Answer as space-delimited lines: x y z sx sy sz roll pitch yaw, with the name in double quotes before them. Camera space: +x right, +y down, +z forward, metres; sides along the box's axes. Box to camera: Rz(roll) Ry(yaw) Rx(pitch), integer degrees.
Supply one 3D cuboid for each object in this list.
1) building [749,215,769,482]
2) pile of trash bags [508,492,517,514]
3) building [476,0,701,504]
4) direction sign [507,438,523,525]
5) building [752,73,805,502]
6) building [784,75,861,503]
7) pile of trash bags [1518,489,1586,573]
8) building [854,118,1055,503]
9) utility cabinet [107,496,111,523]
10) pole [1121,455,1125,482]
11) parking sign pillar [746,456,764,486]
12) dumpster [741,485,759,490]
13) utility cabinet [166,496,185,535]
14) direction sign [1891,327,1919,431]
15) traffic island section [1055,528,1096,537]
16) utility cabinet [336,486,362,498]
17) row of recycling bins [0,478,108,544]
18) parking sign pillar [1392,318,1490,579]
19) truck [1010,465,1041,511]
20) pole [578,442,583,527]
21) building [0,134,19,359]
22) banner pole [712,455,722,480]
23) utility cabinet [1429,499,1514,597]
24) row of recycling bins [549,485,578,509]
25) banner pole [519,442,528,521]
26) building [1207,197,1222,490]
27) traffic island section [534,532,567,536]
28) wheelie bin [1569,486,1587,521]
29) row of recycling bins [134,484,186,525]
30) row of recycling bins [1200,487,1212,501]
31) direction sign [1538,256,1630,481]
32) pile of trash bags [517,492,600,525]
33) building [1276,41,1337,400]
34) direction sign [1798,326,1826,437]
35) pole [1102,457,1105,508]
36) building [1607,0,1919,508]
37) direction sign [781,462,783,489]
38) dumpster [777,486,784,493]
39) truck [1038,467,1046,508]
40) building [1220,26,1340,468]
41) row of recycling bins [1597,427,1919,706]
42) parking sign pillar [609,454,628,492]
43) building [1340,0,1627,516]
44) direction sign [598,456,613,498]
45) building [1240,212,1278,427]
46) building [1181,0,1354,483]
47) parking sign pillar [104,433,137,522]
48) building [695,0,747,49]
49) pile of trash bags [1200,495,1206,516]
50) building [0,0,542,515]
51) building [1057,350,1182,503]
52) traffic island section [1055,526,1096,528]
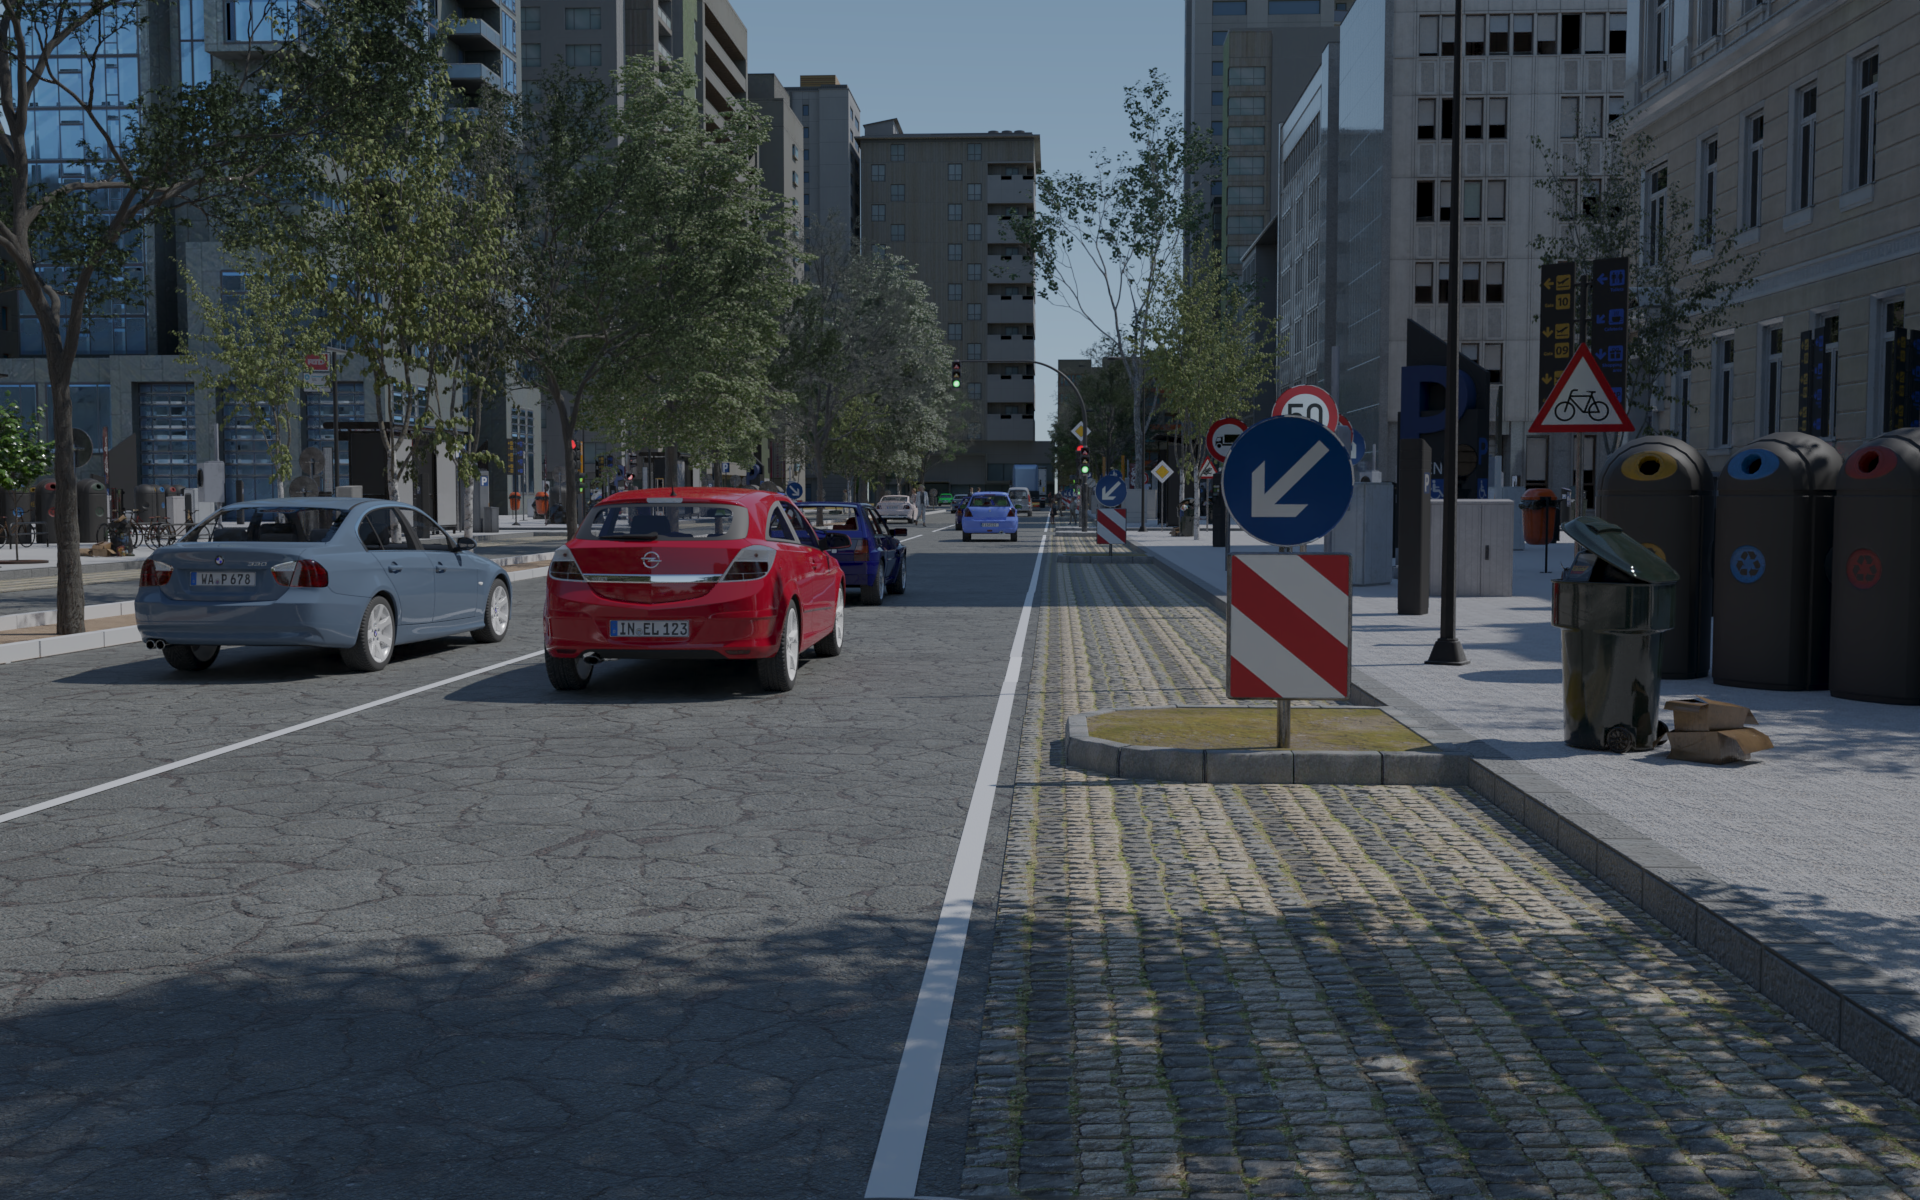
"building" -27.193 -24.537 172.887 14.160 30.474 14.107 0 4 3
"pile of trash bags" -21.361 -4.796 88.174 3.447 1.369 1.912 1 4 12
"building" -27.731 -27.222 128.672 14.154 41.232 14.086 0 4 3
"direction sign" -18.180 -4.822 70.829 0.379 3.537 0.876 2 4 30
"building" -29.753 -35.102 197.625 21.600 48.544 21.300 0 4 3
"building" -28.507 -43.142 247.376 28.212 58.520 21.231 0 4 3
"pile of trash bags" 10.855 -1.152 28.593 3.447 1.369 1.912 -1 4 -11
"building" 0.055 -40.448 250.564 27.495 52.752 28.713 0 4 3
"utility cabinet" -34.519 -3.574 69.595 0.306 1.237 1.020 3 4 37
"pole" 8.577 -5.949 91.112 0.158 3.312 0.155 0 3 0
"parking sign pillar" -13.161 -7.516 111.355 1.447 3.967 1.447 3 5 40
"dumpster" -13.169 -6.324 109.160 1.264 1.857 1.865 0 4 3
"utility cabinet" -23.624 -2.542 52.723 0.306 1.237 1.020 2 4 27
"direction sign" 13.003 -1.948 23.843 0.876 3.537 0.379 -3 5 -41
"traffic island section" 4.243 -2.235 58.829 2.009 0.180 2.903 0 4 3
"utility cabinet" -16.345 -2.303 46.334 0.318 1.500 1.173 -3 4 -39
"row of recycling bins" -23.998 -2.304 44.791 3.534 1.692 1.069 -3 5 -43
"parking sign pillar" 7.293 -2.306 26.175 1.447 3.967 1.447 3 5 41
"truck" 5.801 -9.986 153.036 2.967 4.110 18.799 0 4 2
"pole" -14.744 -4.491 67.263 0.158 3.312 0.155 0 3 0
"building" -65.424 -15.192 93.421 28.899 21.520 27.650 0 4 3
"banner pole" -15.677 -7.474 112.216 0.863 3.779 0.401 -2 4 -26
"utility cabinet" 6.386 -0.646 21.717 1.020 1.237 0.306 0 4 5
"row of recycling bins" -18.723 -4.622 82.685 1.069 1.692 3.534 0 4 4
"banner pole" -21.013 -5.716 83.480 0.401 3.779 0.863 0 4 -2
"building" 31.214 -24.363 170.041 14.160 30.474 14.107 0 4 3
"traffic island section" -13.322 -2.294 59.787 2.009 0.180 2.903 0 4 3
"wheelie bin" 23.536 -3.568 66.243 0.693 1.594 0.980 -1 4 -23
"row of recycling bins" -33.777 -4.039 73.154 1.069 1.692 3.534 0 4 3
"row of recycling bins" 15.056 -5.997 105.161 3.534 1.692 1.069 2 4 25
"direction sign" 6.058 -1.523 16.902 0.876 3.537 0.379 3 5 45
"pile of trash bags" -16.737 -3.896 73.455 1.912 1.369 3.447 2 4 28
"building" 25.726 -17.277 100.497 12.078 24.808 19.932 0 4 3
"direction sign" 11.714 -1.950 23.881 0.379 3.537 0.876 0 4 7
"pole" 7.886 -6.180 94.886 0.158 3.312 0.155 0 3 0
"building" 22.899 -15.232 34.949 13.634 28.700 20.117 0 4 3
"direction sign" -12.558 -7.967 122.254 0.379 3.537 0.876 0 4 -2
"dumpster" -12.716 -6.846 117.683 1.264 1.857 1.865 0 4 3
"truck" 7.743 -11.840 182.497 2.839 4.237 11.283 0 4 1
"building" 30.384 -28.873 155.664 14.154 41.232 14.086 0 4 3
"row of recycling bins" 5.672 -0.251 11.212 1.069 1.692 3.534 -2 4 -31
"parking sign pillar" -22.908 -7.808 116.129 1.447 3.967 1.447 3 4 37
"building" 28.678 -16.092 81.128 19.932 24.808 12.078 0 4 3
"direction sign" -20.864 -6.731 102.041 0.876 3.537 0.379 -2 4 -30
"building" 28.960 -18.749 125.614 14.314 24.678 30.058 0 4 3
"building" 35.091 -39.664 190.509 21.231 58.520 28.212 0 4 3
"parking sign pillar" -36.725 -5.339 75.769 1.447 3.967 1.447 2 4 32
"building" -31.262 -32.478 154.709 21.300 48.544 21.600 0 4 3
"pile of trash bags" 14.562 -5.578 100.958 3.447 1.369 1.912 -2 4 -27
"building" -36.797 -47.761 93.568 22.319 86.520 31.000 0 4 3
"building" 28.496 -24.683 248.610 28.899 21.520 27.650 0 4 3
"traffic island section" 4.677 -2.723 66.802 2.009 0.180 2.903 0 4 3
